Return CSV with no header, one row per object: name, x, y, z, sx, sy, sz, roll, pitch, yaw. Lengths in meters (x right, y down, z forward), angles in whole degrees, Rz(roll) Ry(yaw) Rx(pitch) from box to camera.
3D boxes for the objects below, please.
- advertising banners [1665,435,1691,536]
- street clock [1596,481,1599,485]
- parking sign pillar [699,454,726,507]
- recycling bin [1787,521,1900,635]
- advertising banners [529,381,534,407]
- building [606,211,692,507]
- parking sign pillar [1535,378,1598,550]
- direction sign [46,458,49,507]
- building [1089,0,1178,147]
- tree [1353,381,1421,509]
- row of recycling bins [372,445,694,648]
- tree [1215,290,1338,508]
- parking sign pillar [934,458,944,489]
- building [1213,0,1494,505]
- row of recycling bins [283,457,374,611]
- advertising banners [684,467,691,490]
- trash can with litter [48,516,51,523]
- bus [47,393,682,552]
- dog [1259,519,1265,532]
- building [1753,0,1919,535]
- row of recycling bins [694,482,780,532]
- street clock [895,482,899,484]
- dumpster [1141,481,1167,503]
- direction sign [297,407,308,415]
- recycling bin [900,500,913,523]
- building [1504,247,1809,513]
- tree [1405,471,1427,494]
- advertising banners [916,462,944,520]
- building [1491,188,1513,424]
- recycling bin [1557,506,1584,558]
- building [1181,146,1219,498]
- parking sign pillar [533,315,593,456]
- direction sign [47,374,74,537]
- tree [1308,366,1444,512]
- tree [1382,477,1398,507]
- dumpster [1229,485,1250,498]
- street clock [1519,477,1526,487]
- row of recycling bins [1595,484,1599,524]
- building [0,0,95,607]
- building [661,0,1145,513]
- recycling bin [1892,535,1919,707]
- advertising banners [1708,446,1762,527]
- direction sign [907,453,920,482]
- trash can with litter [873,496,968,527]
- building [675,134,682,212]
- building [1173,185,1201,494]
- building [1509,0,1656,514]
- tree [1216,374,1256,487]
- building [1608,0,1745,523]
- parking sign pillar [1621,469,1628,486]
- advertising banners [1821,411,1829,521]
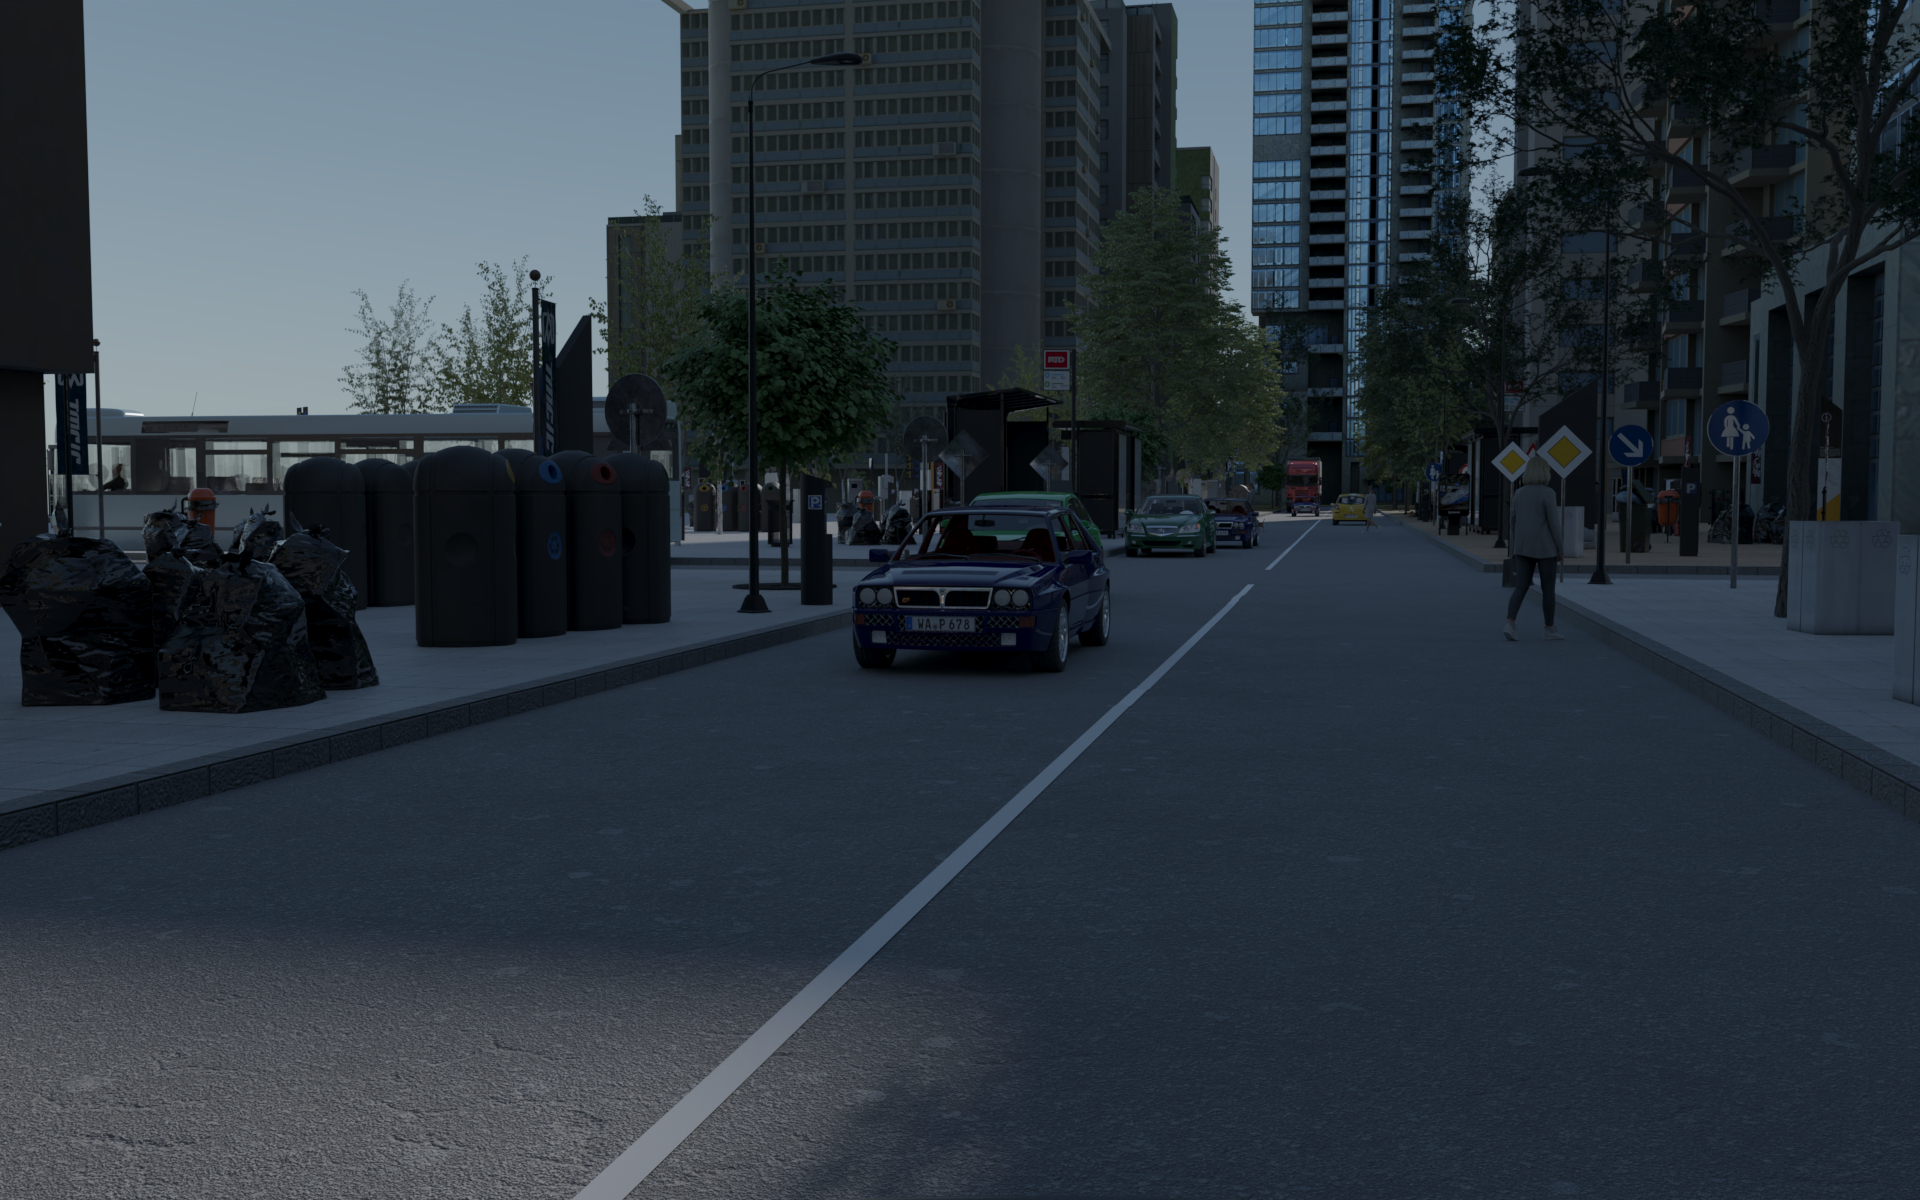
advertising banners,21.845,-3.455,52.681,0.090,3.025,2.074,0,4,5
street clock,34.294,-5.454,93.749,0.471,2.002,0.358,3,4,36
parking sign pillar,-12.068,-5.873,84.488,1.447,3.967,1.447,0,4,-7
recycling bin,8.174,-0.214,16.051,0.722,1.027,0.722,0,4,4
advertising banners,-6.622,-1.942,27.947,0.090,3.025,2.074,0,4,3
building,-27.534,-25.019,180.758,14.107,30.474,14.160,1,4,13
parking sign pillar,14.128,-3.178,40.426,1.447,3.967,1.447,0,4,6
direction sign,-43.172,-5.507,82.033,0.876,3.537,0.379,-1,4,-18
building,9.948,-28.007,141.506,14.154,41.232,14.086,1,4,13
tree,36.861,-13.874,144.964,7.486,12.596,7.792,0,3,0
row of recycling bins,-3.818,-0.547,16.060,1.069,1.692,3.534,1,4,19
tree,29.338,-18.814,163.491,12.611,20.169,13.585,0,3,0
parking sign pillar,-1.473,-6.938,101.914,1.447,3.967,1.447,0,4,-6
building,46.682,-54.551,204.573,31.000,86.520,22.319,1,4,13
row of recycling bins,-6.623,-0.815,20.436,1.069,1.692,3.534,1,4,15
advertising banners,-16.906,-7.096,112.206,2.074,3.025,0.090,-1,4,-22
trash can with litter,-40.349,-4.028,77.237,0.624,1.170,1.055,2,4,32
bus,-12.308,-2.434,34.657,13.247,3.499,2.948,1,4,11
dog,11.420,-2.869,66.192,0.540,0.507,0.406,1,4,21
building,37.988,-44.664,42.924,31.000,86.520,22.319,1,4,13
row of recycling bins,-7.548,-3.180,59.112,3.534,1.692,1.069,2,4,25
street clock,-3.866,-6.238,106.563,0.358,2.002,0.471,0,4,-2
dumpster,7.986,-4.109,72.945,1.264,1.857,1.865,1,4,13
direction sign,-17.116,-3.252,45.175,0.379,3.537,0.876,-3,4,-37
recycling bin,-2.365,-4.017,78.238,0.722,1.027,0.722,0,4,-2
building,58.237,-51.265,150.857,22.319,86.520,31.000,1,4,13
tree,30.527,-7.369,115.088,1.663,3.219,1.824,0,3,0
advertising banners,-0.468,-3.615,55.286,2.074,3.025,0.090,-2,4,-28
building,75.659,-31.400,205.274,23.993,40.220,32.217,1,4,13
recycling bin,12.173,-1.374,35.019,0.722,1.027,0.722,2,4,31
building,23.537,-32.066,207.868,14.086,41.232,14.154,1,4,13
parking sign pillar,-5.849,-2.270,25.583,1.447,3.967,1.447,1,4,9
direction sign,-11.600,-1.868,22.538,0.379,3.537,0.876,-2,4,-25
tree,32.813,-12.340,127.506,9.928,11.665,9.643,0,3,0
tree,42.252,-10.770,170.696,1.663,3.219,1.824,0,3,0
dumpster,17.343,-6.241,107.806,1.264,1.857,1.865,1,4,13
street clock,23.568,-4.140,72.262,0.358,2.002,0.471,-3,4,-38
row of recycling bins,25.952,-4.112,74.342,3.534,1.692,1.069,0,4,-6
building,-18.651,-22.260,14.054,14.200,45.320,14.600,1,4,13
building,-2.996,-26.471,124.687,32.217,40.220,23.993,1,4,13
recycling bin,6.161,0.127,10.472,0.722,1.027,0.722,0,4,8
advertising banners,21.064,-3.103,46.926,2.074,3.025,0.090,-2,4,-26
direction sign,-2.504,-6.137,92.343,0.876,3.537,0.379,3,4,38
trash can with litter,-0.490,-1.532,36.106,2.233,1.210,1.678,-1,4,-15
building,-22.175,-36.498,220.446,21.600,48.544,21.300,1,4,13
building,16.369,-24.412,170.842,14.107,30.474,14.160,1,4,13
building,50.350,-35.520,122.759,21.231,58.520,28.212,1,4,13
tree,19.504,-11.302,119.202,7.601,10.594,8.767,-2,4,-33
building,44.183,-26.129,81.831,22.147,44.769,28.867,1,4,13
parking sign pillar,39.202,-6.872,100.825,1.447,3.967,1.447,1,4,9
advertising banners,17.970,-2.433,35.968,0.090,3.025,2.074,2,4,28
